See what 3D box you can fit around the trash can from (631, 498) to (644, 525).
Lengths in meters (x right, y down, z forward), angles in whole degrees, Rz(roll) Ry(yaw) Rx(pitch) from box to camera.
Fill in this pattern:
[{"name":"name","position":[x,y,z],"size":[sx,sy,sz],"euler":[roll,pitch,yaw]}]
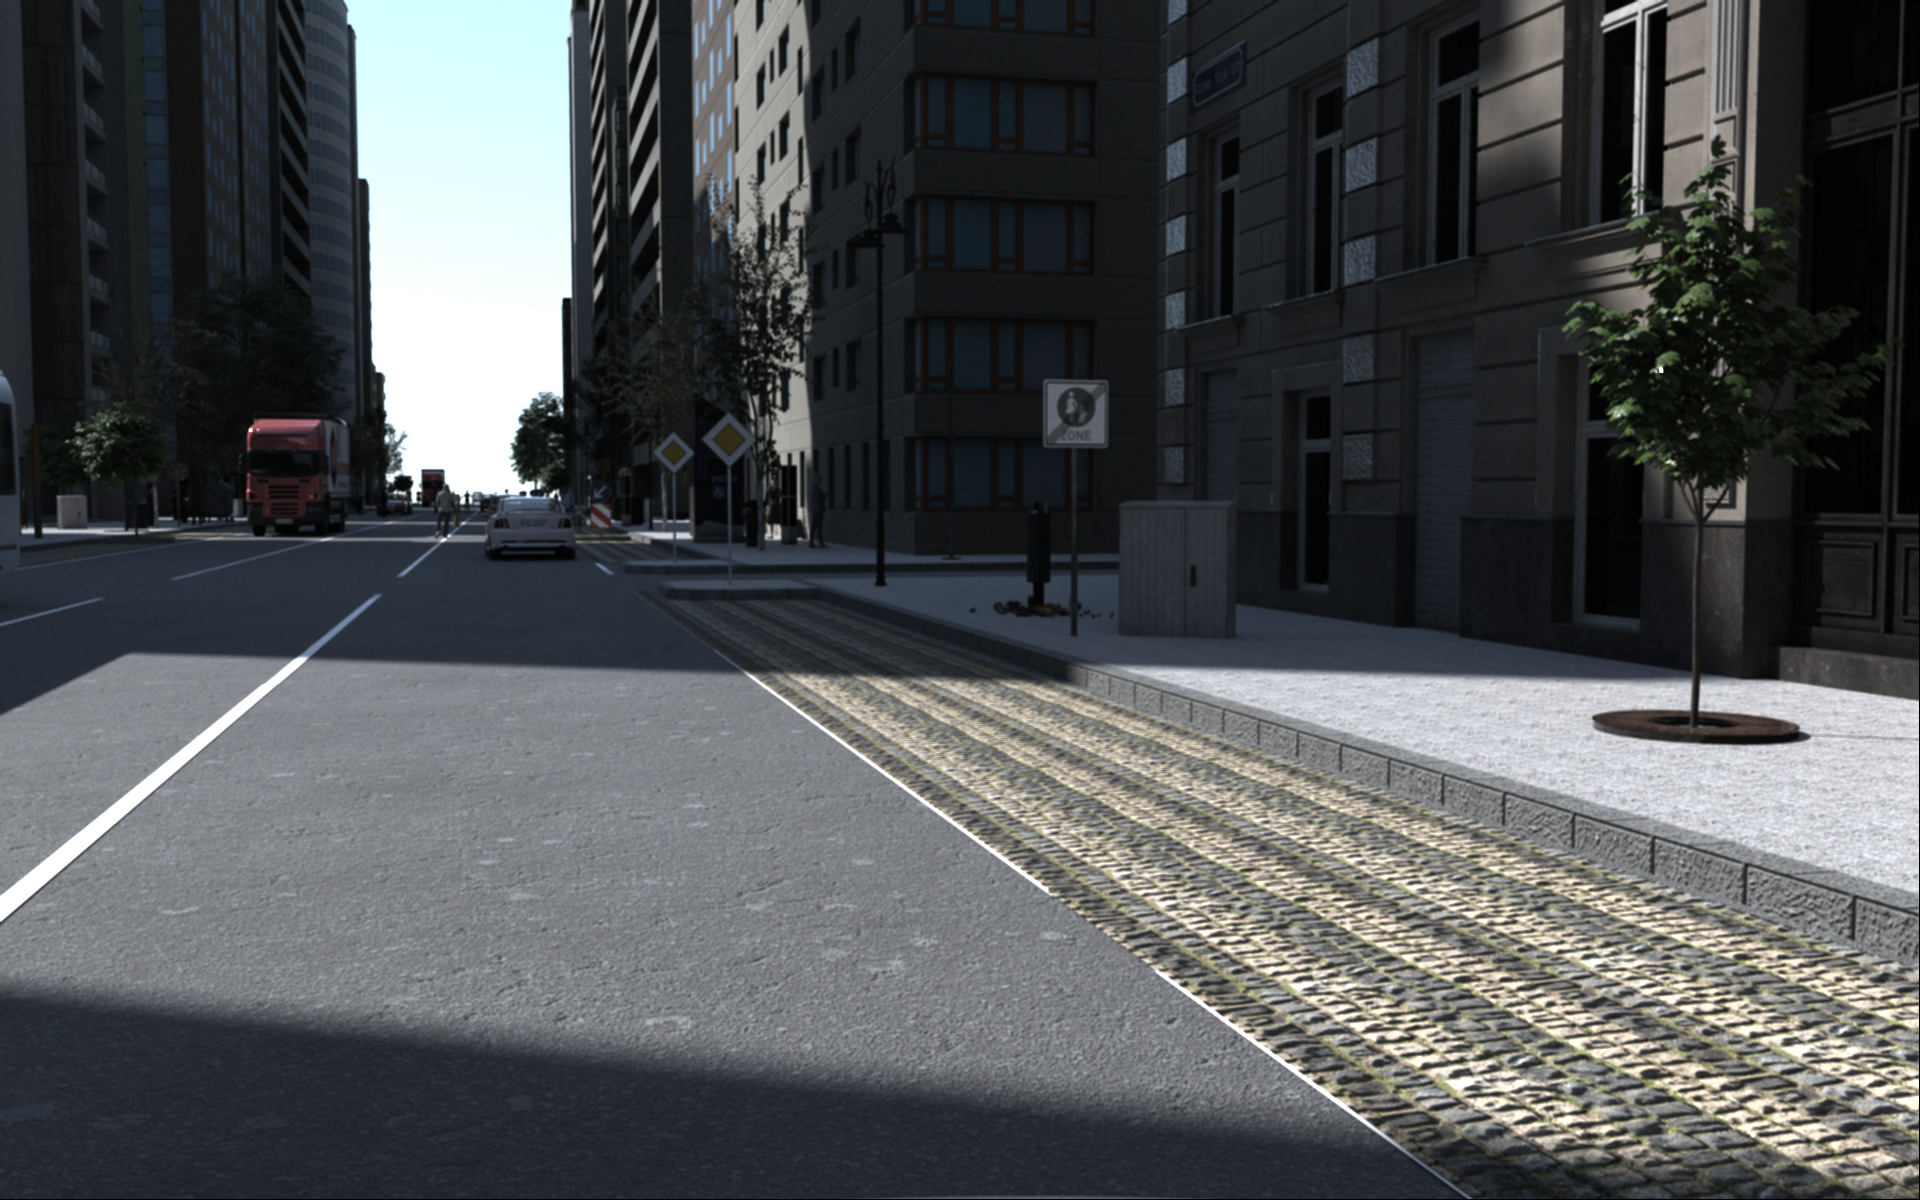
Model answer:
[{"name":"trash can","position":[-13.381,-3.666,71.594],"size":[0.748,1.137,0.748],"euler":[0,3,0]}]

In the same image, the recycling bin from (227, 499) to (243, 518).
[{"name":"recycling bin","position":[-38.582,-4.860,92.017],"size":[0.722,1.027,0.722],"euler":[0,3,0]}]

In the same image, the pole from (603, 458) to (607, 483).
[{"name":"pole","position":[-20.105,-6.375,98.077],"size":[0.158,3.312,0.155],"euler":[0,3,0]}]

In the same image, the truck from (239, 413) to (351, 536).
[{"name":"truck","position":[-23.723,-4.489,62.315],"size":[2.839,4.237,11.283],"euler":[-1,4,-14]}]

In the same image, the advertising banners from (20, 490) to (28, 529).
[{"name":"advertising banners","position":[-34.784,-4.154,64.101],"size":[0.090,3.025,2.074],"euler":[-3,4,-38]}]

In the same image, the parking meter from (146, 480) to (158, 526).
[{"name":"parking meter","position":[-32.425,-3.904,69.535],"size":[0.399,1.863,0.255],"euler":[-2,4,-33]}]

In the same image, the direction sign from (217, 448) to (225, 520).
[{"name":"direction sign","position":[-36.705,-5.742,85.874],"size":[0.379,3.537,0.876],"euler":[-2,4,-29]}]

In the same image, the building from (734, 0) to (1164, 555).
[{"name":"building","position":[9.470,-12.691,52.540],"size":[28.899,21.520,27.650],"euler":[-1,4,-15]}]

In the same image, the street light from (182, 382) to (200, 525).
[{"name":"street light","position":[-31.838,-6.056,71.808],"size":[0.468,5.910,1.993],"euler":[-1,4,-15]}]

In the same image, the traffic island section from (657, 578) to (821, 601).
[{"name":"traffic island section","position":[-3.217,-0.141,24.580],"size":[2.009,0.180,2.903],"euler":[-1,4,-15]}]

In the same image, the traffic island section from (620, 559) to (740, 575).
[{"name":"traffic island section","position":[-5.272,-0.613,32.297],"size":[2.009,0.180,2.903],"euler":[-1,4,-15]}]

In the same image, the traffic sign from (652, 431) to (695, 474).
[{"name":"traffic sign","position":[-5.293,-1.836,32.208],"size":[0.795,2.593,0.064],"euler":[-1,4,-15]}]

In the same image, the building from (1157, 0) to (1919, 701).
[{"name":"building","position":[11.077,-13.121,11.784],"size":[12.463,27.353,25.104],"euler":[-1,4,-15]}]

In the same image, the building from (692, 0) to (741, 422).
[{"name":"building","position":[-3.442,-25.803,71.987],"size":[14.600,45.320,14.200],"euler":[-1,4,-15]}]

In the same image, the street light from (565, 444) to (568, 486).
[{"name":"street light","position":[-30.798,-9.973,135.840],"size":[0.468,5.910,1.993],"euler":[-1,4,-15]}]

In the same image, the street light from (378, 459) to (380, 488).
[{"name":"street light","position":[-61.623,-12.894,183.602],"size":[0.468,5.910,1.993],"euler":[-1,4,-15]}]

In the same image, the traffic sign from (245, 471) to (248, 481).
[{"name":"traffic sign","position":[-36.181,-5.419,88.699],"size":[0.768,2.556,0.104],"euler":[-1,4,-14]}]

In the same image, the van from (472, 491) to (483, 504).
[{"name":"van","position":[-67.020,-14.294,240.711],"size":[2.013,2.044,4.112],"euler":[-1,4,-15]}]

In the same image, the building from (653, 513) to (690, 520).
[{"name":"building","position":[-7.154,-28.988,97.654],"size":[21.300,48.544,21.600],"euler":[-1,4,-15]}]

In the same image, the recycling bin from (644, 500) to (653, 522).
[{"name":"recycling bin","position":[-14.543,-4.082,79.293],"size":[0.722,1.027,0.722],"euler":[1,4,16]}]

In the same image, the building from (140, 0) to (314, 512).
[{"name":"building","position":[-65.336,-30.760,153.029],"size":[14.600,45.320,14.200],"euler":[-1,4,-15]}]

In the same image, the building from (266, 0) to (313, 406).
[{"name":"building","position":[-63.080,-31.275,135.042],"size":[21.300,48.544,21.600],"euler":[-1,4,-15]}]

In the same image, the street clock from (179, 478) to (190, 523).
[{"name":"street clock","position":[-34.072,-4.372,76.054],"size":[0.471,2.002,0.358],"euler":[0,4,-5]}]

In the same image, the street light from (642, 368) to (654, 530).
[{"name":"street light","position":[-11.082,-5.453,61.944],"size":[0.468,5.910,1.993],"euler":[-1,4,-15]}]

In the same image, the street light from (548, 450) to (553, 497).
[{"name":"street light","position":[-42.254,-12.598,178.762],"size":[0.468,5.910,1.993],"euler":[-1,4,-15]}]

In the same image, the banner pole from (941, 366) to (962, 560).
[{"name":"banner pole","position":[-0.153,-2.701,34.179],"size":[0.401,3.779,0.863],"euler":[0,4,3]}]

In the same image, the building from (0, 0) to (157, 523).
[{"name":"building","position":[-45.452,-24.100,77.625],"size":[14.154,41.232,14.086],"euler":[-1,4,-15]}]

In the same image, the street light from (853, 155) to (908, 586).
[{"name":"street light","position":[-1.110,-3.136,24.065],"size":[0.468,5.910,1.993],"euler":[-1,4,-15]}]

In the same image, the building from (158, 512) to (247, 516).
[{"name":"building","position":[-55.344,-28.631,118.230],"size":[14.600,45.320,14.200],"euler":[-1,4,-15]}]

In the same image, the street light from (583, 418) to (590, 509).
[{"name":"street light","position":[-22.610,-8.085,104.978],"size":[0.468,5.910,1.993],"euler":[-1,4,-15]}]

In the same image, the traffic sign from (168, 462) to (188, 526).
[{"name":"traffic sign","position":[-30.949,-4.187,68.568],"size":[0.768,2.556,0.104],"euler":[0,4,-8]}]

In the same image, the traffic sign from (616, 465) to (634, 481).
[{"name":"traffic sign","position":[-14.634,-4.622,75.677],"size":[0.768,2.556,0.104],"euler":[-1,4,-12]}]

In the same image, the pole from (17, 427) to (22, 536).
[{"name":"pole","position":[-28.905,-3.619,53.014],"size":[0.158,3.312,0.155],"euler":[0,3,0]}]

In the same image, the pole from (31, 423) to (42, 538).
[{"name":"pole","position":[-26.663,-3.436,50.014],"size":[0.158,3.312,0.155],"euler":[0,3,0]}]

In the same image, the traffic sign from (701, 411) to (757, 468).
[{"name":"traffic sign","position":[-3.237,-1.364,24.491],"size":[0.795,2.593,0.064],"euler":[-1,4,-15]}]

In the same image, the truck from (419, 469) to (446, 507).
[{"name":"truck","position":[-59.604,-12.666,195.996],"size":[2.839,4.237,11.283],"euler":[-1,4,-16]}]

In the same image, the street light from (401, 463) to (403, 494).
[{"name":"street light","position":[-73.068,-15.523,226.589],"size":[0.468,5.910,1.993],"euler":[-1,4,-15]}]

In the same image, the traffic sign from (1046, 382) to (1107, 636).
[{"name":"traffic sign","position":[1.030,-0.823,15.590],"size":[0.606,2.300,0.079],"euler":[-1,4,-15]}]

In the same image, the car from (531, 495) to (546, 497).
[{"name":"car","position":[-32.928,-7.516,135.473],"size":[1.945,1.354,3.894],"euler":[-1,4,-14]}]

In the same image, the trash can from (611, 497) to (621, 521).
[{"name":"trash can","position":[-16.029,-4.267,81.412],"size":[0.748,1.137,0.748],"euler":[0,3,0]}]
